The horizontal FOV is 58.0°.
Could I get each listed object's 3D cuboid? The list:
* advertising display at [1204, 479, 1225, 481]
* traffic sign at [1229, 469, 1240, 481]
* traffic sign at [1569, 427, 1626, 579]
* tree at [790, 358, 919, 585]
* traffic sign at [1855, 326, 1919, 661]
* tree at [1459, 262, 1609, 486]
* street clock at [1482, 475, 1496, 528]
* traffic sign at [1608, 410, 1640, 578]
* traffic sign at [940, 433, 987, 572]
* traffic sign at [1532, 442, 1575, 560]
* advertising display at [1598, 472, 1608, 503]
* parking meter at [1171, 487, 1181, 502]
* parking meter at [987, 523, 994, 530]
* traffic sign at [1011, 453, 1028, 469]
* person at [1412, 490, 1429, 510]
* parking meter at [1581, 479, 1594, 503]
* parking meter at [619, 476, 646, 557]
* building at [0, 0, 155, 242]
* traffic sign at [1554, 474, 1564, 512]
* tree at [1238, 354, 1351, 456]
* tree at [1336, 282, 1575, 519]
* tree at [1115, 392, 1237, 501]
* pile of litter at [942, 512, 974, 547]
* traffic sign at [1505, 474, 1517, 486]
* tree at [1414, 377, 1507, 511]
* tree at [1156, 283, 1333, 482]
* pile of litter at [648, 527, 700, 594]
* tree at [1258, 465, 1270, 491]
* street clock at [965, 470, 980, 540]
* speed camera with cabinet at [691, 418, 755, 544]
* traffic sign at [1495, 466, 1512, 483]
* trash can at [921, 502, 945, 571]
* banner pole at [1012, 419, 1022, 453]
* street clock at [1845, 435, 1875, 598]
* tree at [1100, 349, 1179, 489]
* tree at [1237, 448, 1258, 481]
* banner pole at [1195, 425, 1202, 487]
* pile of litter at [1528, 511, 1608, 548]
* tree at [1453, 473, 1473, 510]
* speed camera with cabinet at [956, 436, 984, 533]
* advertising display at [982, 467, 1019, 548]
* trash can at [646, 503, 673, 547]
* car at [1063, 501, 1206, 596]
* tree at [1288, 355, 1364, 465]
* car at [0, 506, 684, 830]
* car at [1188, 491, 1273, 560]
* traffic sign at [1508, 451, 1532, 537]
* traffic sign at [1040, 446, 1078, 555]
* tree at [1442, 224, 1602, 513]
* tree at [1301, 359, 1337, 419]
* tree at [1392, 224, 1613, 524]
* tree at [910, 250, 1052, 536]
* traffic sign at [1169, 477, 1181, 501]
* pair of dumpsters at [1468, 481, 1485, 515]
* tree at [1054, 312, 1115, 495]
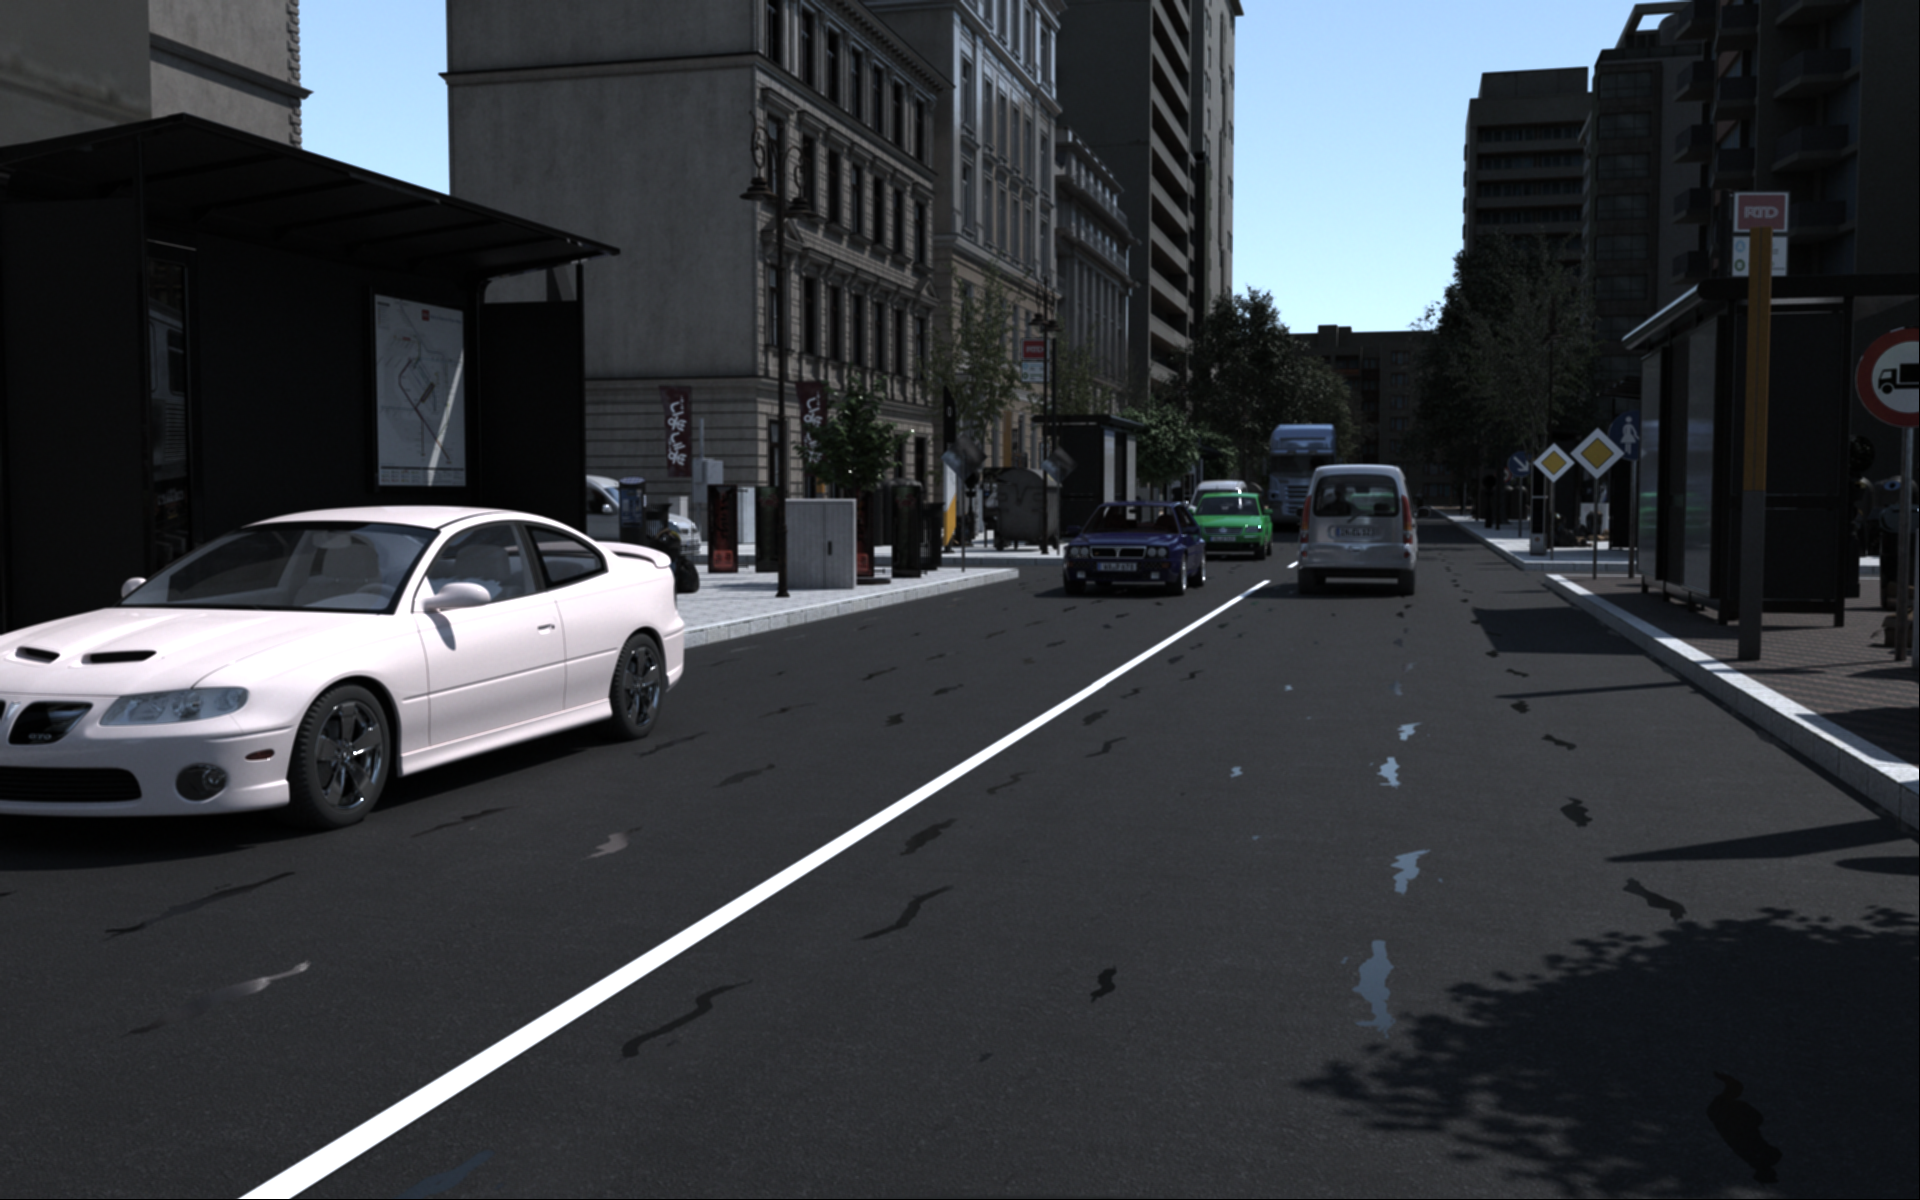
[{"bbox_3d":[10.520,-4.080,71.930,0.974,1.923,0.123,0,4,-6],"label":"advertising display"},{"bbox_3d":[12.970,-5.054,82.735,0.768,2.556,0.104,1,4,22],"label":"traffic sign"},{"bbox_3d":[9.534,-1.366,25.970,0.795,2.450,0.064,1,4,14],"label":"traffic sign"},{"bbox_3d":[-1.548,-1.855,24.926,1.663,3.219,1.824,0,3,0],"label":"tree"},{"bbox_3d":[7.245,-0.805,13.263,0.768,2.556,0.104,1,4,18],"label":"traffic sign"},{"bbox_3d":[18.075,-6.376,54.615,4.737,8.622,4.395,0,3,0],"label":"tree"},{"bbox_3d":[19.994,-3.725,65.476,0.471,2.002,0.358,-1,4,-15],"label":"street clock"},{"bbox_3d":[10.233,-1.604,26.324,0.768,2.556,0.104,1,4,16],"label":"traffic sign"},{"bbox_3d":[0.057,-1.516,28.436,0.795,2.450,0.064,1,4,14],"label":"traffic sign"},{"bbox_3d":[11.536,-1.838,33.701,0.795,2.450,0.064,1,4,14],"label":"traffic sign"},{"bbox_3d":[18.856,-2.797,50.939,0.123,1.923,0.974,2,4,34],"label":"advertising display"},{"bbox_3d":[7.940,-3.372,63.538,0.372,1.533,0.369,0,3,0],"label":"parking meter"},{"bbox_3d":[1.133,-3.256,61.639,0.372,1.533,0.369,0,3,0],"label":"parking meter"},{"bbox_3d":[1.377,-2.483,42.726,0.606,2.300,0.079,1,4,15],"label":"traffic sign"},{"bbox_3d":[33.453,-7.133,125.855,1.217,1.736,0.721,0,4,-4],"label":"person"},{"bbox_3d":[23.970,-3.700,66.212,0.399,1.863,0.255,-1,4,-9],"label":"parking meter"},{"bbox_3d":[-4.608,-0.977,24.393,0.372,1.533,0.369,0,3,0],"label":"parking meter"},{"bbox_3d":[-23.392,-23.863,13.859,21.600,48.544,21.300,1,4,14],"label":"building"},{"bbox_3d":[19.682,-3.504,57.403,0.768,2.556,0.104,1,4,22],"label":"traffic sign"},{"bbox_3d":[19.958,-10.582,107.426,8.767,10.594,7.601,1,4,10],"label":"tree"},{"bbox_3d":[27.249,-10.991,90.071,12.009,13.543,11.850,0,3,0],"label":"tree"},{"bbox_3d":[6.215,-4.429,56.131,4.285,4.588,4.351,0,3,0],"label":"tree"},{"bbox_3d":[-0.190,-1.760,42.747,1.176,0.858,1.719,1,4,12],"label":"pile of litter"},{"bbox_3d":[31.436,-6.048,98.985,0.768,2.556,0.104,2,4,23],"label":"traffic sign"},{"bbox_3d":[39.579,-12.812,135.234,9.928,11.665,9.643,0,3,0],"label":"tree"},{"bbox_3d":[15.524,-10.854,94.474,9.611,12.733,9.660,0,3,0],"label":"tree"},{"bbox_3d":[-4.024,-0.505,22.225,1.176,0.858,1.719,3,4,36],"label":"pile of litter"},{"bbox_3d":[21.418,-8.203,117.826,4.285,4.588,4.351,0,3,0],"label":"tree"},{"bbox_3d":[0.302,-2.708,48.853,0.471,2.002,0.358,2,4,32],"label":"street clock"},{"bbox_3d":[-6.099,-3.090,44.863,2.038,3.252,0.660,3,5,42],"label":"speed camera with cabinet"},{"bbox_3d":[24.989,-4.868,79.696,0.768,2.556,0.104,2,4,23],"label":"traffic sign"},{"bbox_3d":[-0.610,-1.074,29.211,0.748,1.137,0.748,0,3,0],"label":"trash can"},{"bbox_3d":[1.907,-4.155,57.947,0.401,3.779,0.863,-2,4,-24],"label":"banner pole"},{"bbox_3d":[11.022,-1.032,21.441,0.471,2.002,0.358,-1,4,-12],"label":"street clock"},{"bbox_3d":[8.986,-8.341,86.741,4.360,8.622,3.978,0,3,0],"label":"tree"},{"bbox_3d":[10.668,-5.668,76.390,4.285,4.588,4.351,0,3,0],"label":"tree"},{"bbox_3d":[8.734,-4.494,63.488,0.401,3.779,0.863,1,4,21],"label":"banner pole"},{"bbox_3d":[14.687,-1.732,42.280,1.176,0.858,1.719,-1,4,-19],"label":"pile of litter"},{"bbox_3d":[41.565,-9.049,142.546,1.663,3.219,1.824,0,3,0],"label":"tree"},{"bbox_3d":[0.279,-3.924,58.492,0.660,3.252,2.038,-1,4,-15],"label":"speed camera with cabinet"},{"bbox_3d":[0.993,-2.224,41.572,0.974,1.923,0.123,2,4,29],"label":"advertising display"},{"bbox_3d":[-4.706,-0.887,26.151,0.748,1.137,0.748,0,3,0],"label":"trash can"},{"bbox_3d":[2.648,-0.810,25.822,1.945,1.354,3.894,1,4,14],"label":"car"},{"bbox_3d":[29.085,-13.683,141.842,7.486,12.596,7.792,0,3,0],"label":"tree"},{"bbox_3d":[-3.098,0.201,9.076,2.083,1.381,4.827,1,4,16],"label":"car"},{"bbox_3d":[6.112,-1.859,39.190,1.959,1.807,4.718,1,4,13],"label":"car"},{"bbox_3d":[16.669,-3.142,51.481,0.768,2.556,0.104,1,4,23],"label":"traffic sign"},{"bbox_3d":[2.058,-1.989,36.167,0.795,2.450,0.064,1,4,14],"label":"traffic sign"},{"bbox_3d":[15.291,-5.884,46.572,4.360,8.622,3.978,0,3,0],"label":"tree"},{"bbox_3d":[32.213,-14.893,153.868,12.009,13.543,11.850,0,3,0],"label":"tree"},{"bbox_3d":[23.135,-9.578,73.602,9.611,12.733,9.660,0,3,0],"label":"tree"},{"bbox_3d":[0.466,-6.273,52.931,4.737,8.622,4.395,0,3,0],"label":"tree"},{"bbox_3d":[7.855,-3.965,64.826,0.884,2.594,0.081,1,4,22],"label":"traffic sign"},{"bbox_3d":[31.424,-6.208,103.996,1.574,2.255,4.437,1,4,14],"label":"pair of dumpsters"},{"bbox_3d":[4.456,-7.282,69.427,4.737,8.622,4.395,0,3,0],"label":"tree"}]
